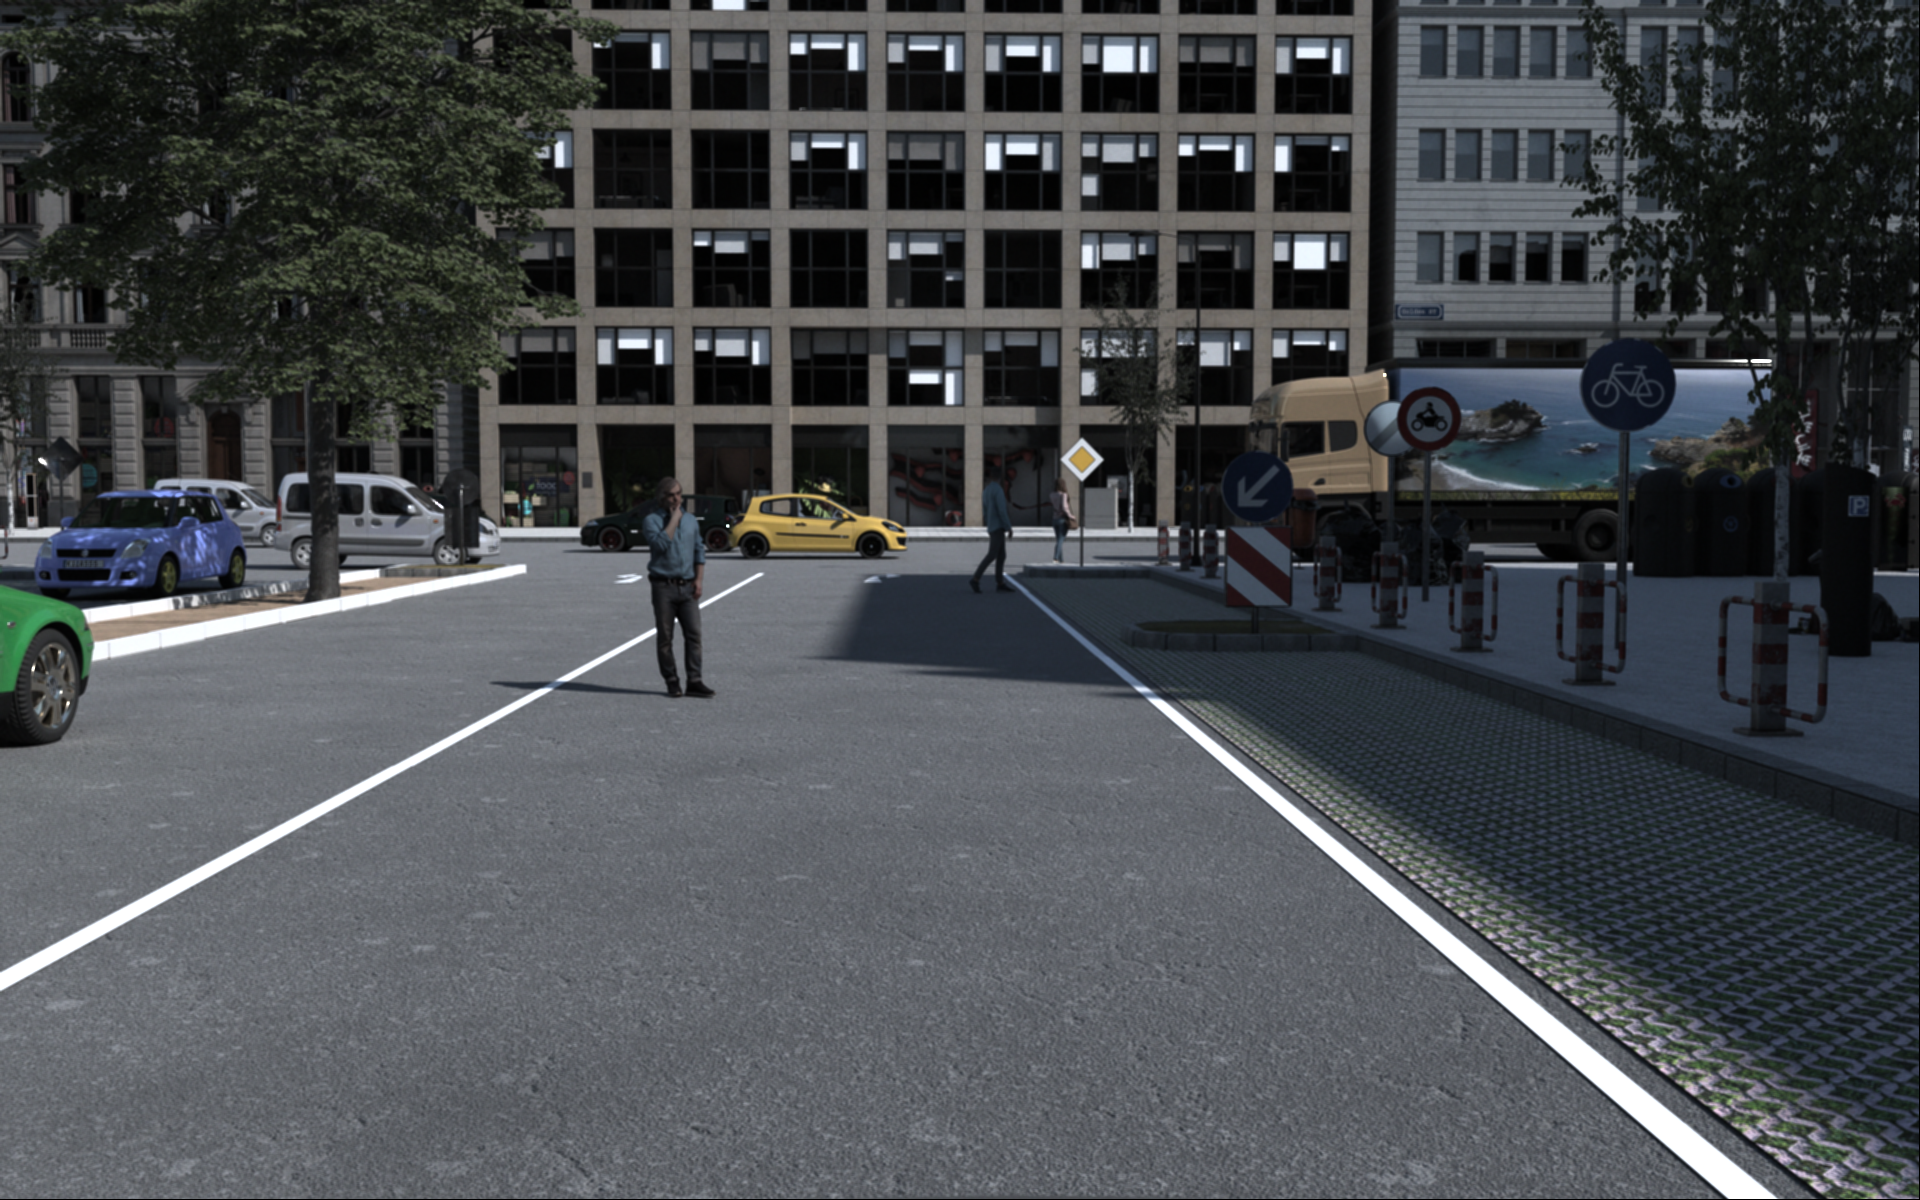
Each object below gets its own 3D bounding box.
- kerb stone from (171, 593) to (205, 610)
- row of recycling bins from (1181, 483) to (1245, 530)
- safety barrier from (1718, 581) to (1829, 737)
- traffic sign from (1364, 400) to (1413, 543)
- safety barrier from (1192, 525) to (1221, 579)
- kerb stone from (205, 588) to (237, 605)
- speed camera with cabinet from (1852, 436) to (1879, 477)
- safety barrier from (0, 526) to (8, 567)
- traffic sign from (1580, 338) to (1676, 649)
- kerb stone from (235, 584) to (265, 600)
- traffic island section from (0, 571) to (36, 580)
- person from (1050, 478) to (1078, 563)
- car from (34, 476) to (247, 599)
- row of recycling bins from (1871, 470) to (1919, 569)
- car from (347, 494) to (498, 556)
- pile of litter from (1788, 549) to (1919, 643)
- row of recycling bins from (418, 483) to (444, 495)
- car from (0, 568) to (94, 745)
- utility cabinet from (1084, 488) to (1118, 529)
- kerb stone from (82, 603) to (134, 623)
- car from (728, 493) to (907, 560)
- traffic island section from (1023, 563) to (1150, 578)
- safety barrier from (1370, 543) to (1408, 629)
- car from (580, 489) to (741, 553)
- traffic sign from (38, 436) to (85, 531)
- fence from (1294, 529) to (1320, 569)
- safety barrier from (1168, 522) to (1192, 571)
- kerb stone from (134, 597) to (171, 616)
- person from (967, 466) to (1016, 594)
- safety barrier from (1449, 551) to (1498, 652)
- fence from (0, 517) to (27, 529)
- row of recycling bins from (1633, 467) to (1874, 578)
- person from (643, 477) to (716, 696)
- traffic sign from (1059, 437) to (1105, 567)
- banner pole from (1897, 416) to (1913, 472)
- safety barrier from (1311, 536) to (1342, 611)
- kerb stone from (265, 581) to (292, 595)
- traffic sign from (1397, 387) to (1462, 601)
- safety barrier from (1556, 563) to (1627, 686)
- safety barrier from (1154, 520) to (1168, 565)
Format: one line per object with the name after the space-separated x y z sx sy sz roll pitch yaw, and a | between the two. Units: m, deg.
-9.748 0.031 21.690 0.120 0.150 1.000 0 4 -2 | kerb stone
9.258 -3.433 63.241 1.069 1.692 3.534 -2 4 -26 | row of recycling bins
4.312 0.309 9.219 0.300 0.817 1.120 0 4 -2 | safety barrier
5.875 -1.438 23.618 0.768 2.556 0.104 0 4 5 | traffic sign
3.810 -0.736 26.315 0.300 0.817 1.120 0 4 -2 | safety barrier
-9.779 -0.022 22.717 0.120 0.150 1.000 0 4 -2 | kerb stone
27.598 -3.652 54.042 0.660 3.252 2.038 -1 4 -22 | speed camera with cabinet
-17.135 -0.999 30.609 0.300 0.817 1.120 0 4 -2 | safety barrier
5.458 -0.865 14.247 0.768 2.556 0.104 0 4 4 | traffic sign
-9.815 -0.094 23.748 0.120 0.150 1.000 0 4 -2 | kerb stone
-15.613 -0.480 30.131 2.009 0.180 2.903 0 4 -2 | traffic island section
1.942 -1.505 33.703 0.643 1.750 0.593 -3 4 -39 | person
-11.700 -0.932 24.831 1.945 1.707 3.694 0 4 -1 | car
17.620 -1.417 30.273 3.534 1.692 1.069 -1 4 -11 | row of recycling bins
-13.111 -1.914 41.078 4.222 1.686 2.009 0 4 0 | car
8.183 -0.106 15.695 1.176 0.858 1.719 0 4 -2 | pile of litter
-19.931 -3.430 63.197 3.534 1.692 1.069 -3 4 -38 | row of recycling bins
-6.049 0.017 8.520 1.959 1.807 4.718 0 4 -1 | car
5.100 -3.294 62.539 1.173 1.500 0.318 1 4 23 | utility cabinet
-9.688 0.156 19.642 0.120 0.150 1.000 0 4 -2 | kerb stone
-3.165 -1.741 38.684 3.980 1.641 2.015 0 4 -3 | car
2.171 -0.512 30.650 2.009 0.180 2.903 0 4 -2 | traffic island section
4.097 -0.139 16.542 0.300 0.817 1.120 0 4 -2 | safety barrier
-7.306 -2.038 43.100 4.222 1.686 2.009 0 4 0 | car
-15.590 -1.616 30.070 0.795 2.450 0.064 0 4 -2 | traffic sign
6.790 -0.886 29.855 2.069 0.683 0.278 -1 4 -10 | fence
3.739 -0.886 28.754 0.300 0.817 1.120 0 4 -2 | safety barrier
-9.717 0.098 20.666 0.120 0.150 1.000 0 4 -2 | kerb stone
0.451 -1.026 25.136 0.748 1.841 0.638 -1 4 -10 | person
4.172 0.011 14.101 0.300 0.817 1.120 0 4 -2 | safety barrier
-35.387 -3.263 64.553 0.480 1.192 2.264 -1 4 -11 | fence
12.289 -1.227 27.169 3.534 1.692 1.069 0 4 -7 | row of recycling bins
-1.992 -0.095 12.271 0.499 1.552 0.429 -1 4 -11 | person
2.147 -1.647 30.572 0.795 2.450 0.064 0 4 -2 | traffic sign
30.186 -4.001 55.434 0.863 3.779 0.401 -2 4 -25 | banner pole
4.025 -0.288 18.981 0.300 0.817 1.120 0 4 -2 | safety barrier
-9.839 -0.158 24.775 0.120 0.150 1.000 0 4 -2 | kerb stone
5.569 -1.256 20.646 0.768 2.556 0.104 0 4 1 | traffic sign
4.242 0.160 11.662 0.300 0.817 1.120 0 4 -2 | safety barrier
3.663 -1.035 31.193 0.300 0.817 1.120 0 4 -2 | safety barrier
